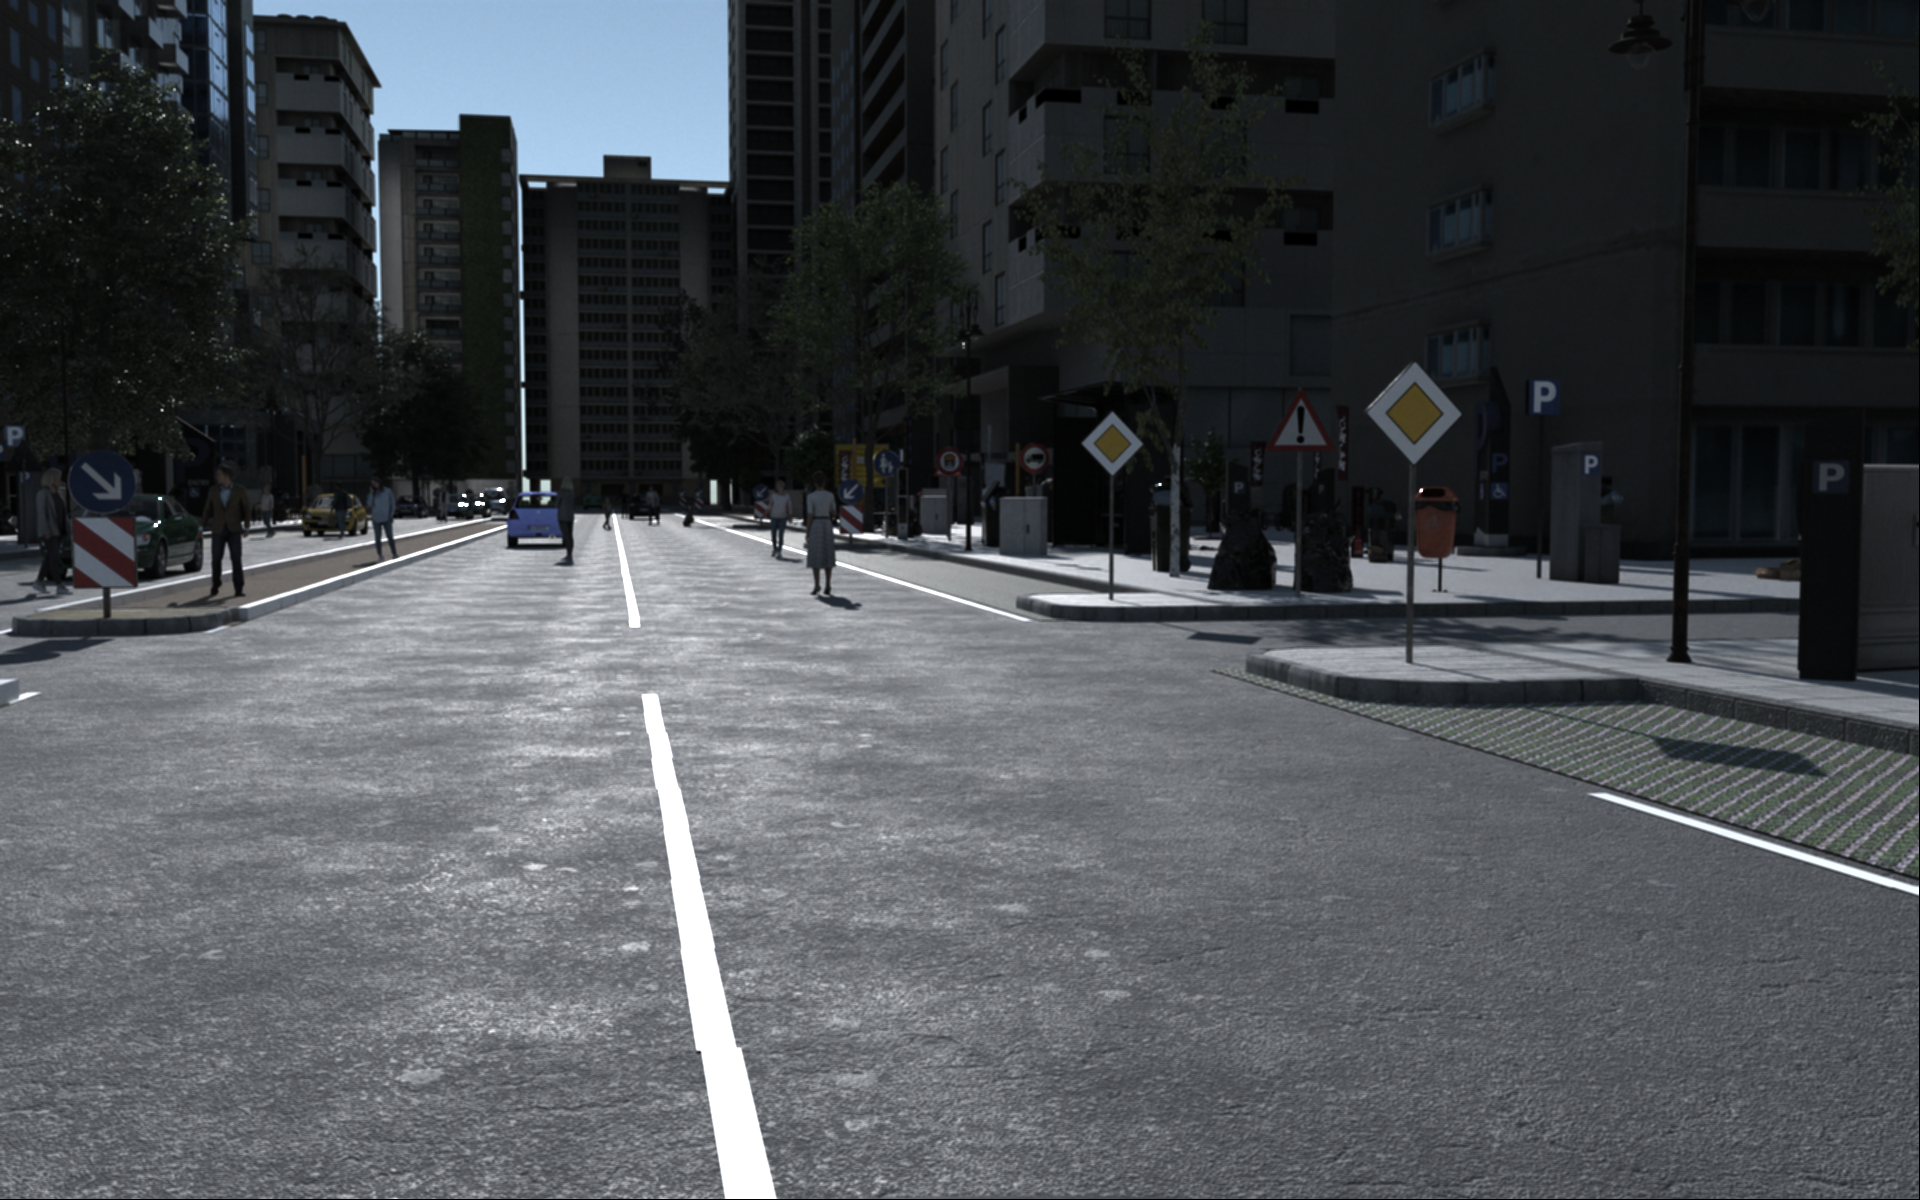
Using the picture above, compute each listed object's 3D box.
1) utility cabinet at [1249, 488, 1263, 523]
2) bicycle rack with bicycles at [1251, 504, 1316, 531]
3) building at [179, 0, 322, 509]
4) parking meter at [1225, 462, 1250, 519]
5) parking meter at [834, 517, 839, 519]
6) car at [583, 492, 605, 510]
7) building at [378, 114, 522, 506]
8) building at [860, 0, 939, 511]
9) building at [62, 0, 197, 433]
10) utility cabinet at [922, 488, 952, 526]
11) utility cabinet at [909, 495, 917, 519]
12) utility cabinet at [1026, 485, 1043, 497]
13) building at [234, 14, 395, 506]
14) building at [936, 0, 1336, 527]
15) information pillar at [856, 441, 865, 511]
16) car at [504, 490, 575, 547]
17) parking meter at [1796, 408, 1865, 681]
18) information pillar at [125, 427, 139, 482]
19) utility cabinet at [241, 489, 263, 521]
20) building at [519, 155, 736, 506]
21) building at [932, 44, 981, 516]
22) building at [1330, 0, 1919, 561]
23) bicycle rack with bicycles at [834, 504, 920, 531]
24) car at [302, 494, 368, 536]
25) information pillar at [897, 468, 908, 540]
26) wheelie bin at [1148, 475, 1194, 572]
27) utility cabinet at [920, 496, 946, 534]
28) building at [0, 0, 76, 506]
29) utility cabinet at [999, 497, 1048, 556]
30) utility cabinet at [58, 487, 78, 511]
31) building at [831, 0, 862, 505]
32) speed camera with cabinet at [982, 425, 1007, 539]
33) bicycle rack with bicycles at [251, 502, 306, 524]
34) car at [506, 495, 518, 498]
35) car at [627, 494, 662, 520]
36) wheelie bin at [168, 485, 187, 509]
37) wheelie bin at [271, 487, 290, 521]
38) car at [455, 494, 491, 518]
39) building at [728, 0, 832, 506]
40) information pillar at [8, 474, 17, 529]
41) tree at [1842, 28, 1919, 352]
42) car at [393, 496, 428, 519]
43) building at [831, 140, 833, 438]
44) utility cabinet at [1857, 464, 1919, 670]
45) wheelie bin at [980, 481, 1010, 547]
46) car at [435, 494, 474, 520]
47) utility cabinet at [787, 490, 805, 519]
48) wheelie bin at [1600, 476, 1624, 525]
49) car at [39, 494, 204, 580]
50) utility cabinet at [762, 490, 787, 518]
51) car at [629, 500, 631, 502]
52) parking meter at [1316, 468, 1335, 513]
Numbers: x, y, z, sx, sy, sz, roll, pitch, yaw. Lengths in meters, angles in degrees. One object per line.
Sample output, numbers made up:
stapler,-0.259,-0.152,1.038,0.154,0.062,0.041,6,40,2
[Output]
utility cabinet,10.897,-3.491,65.760,1.173,1.500,0.318,-1,4,-14
bicycle rack with bicycles,11.692,-2.907,60.911,2.852,0.926,2.925,0,4,-7
building,-69.442,-50.405,136.801,31.000,86.520,22.319,-1,4,-11
parking meter,5.005,-1.561,31.234,0.399,1.863,0.255,0,4,-5
parking meter,-6.191,-4.840,87.550,0.372,1.533,0.369,0,3,0
car,-33.566,-9.177,158.834,1.959,1.807,4.718,-1,4,-10
building,-55.509,-30.931,189.311,14.086,41.232,14.154,-1,4,-11
building,4.939,-30.606,124.112,21.300,48.544,21.600,-1,4,-11
building,-58.359,-29.399,100.284,23.786,49.044,30.456,-1,4,-11
utility cabinet,-0.912,-3.645,68.273,1.173,1.500,0.318,0,3,0
utility cabinet,-2.204,-4.755,88.899,0.306,1.237,1.020,2,4,33
utility cabinet,1.903,-2.206,44.744,0.318,1.500,1.173,0,4,-5
building,-77.512,-36.849,191.724,27.495,52.752,28.713,-1,4,-11
building,14.389,-30.133,81.914,28.713,52.752,27.495,-1,4,-11
information pillar,-4.239,-4.958,72.416,0.504,3.616,0.183,-1,4,-19
car,-11.740,-2.370,48.335,1.945,1.707,3.694,-1,4,-13
parking meter,6.011,-0.384,11.992,0.399,1.863,0.255,2,4,31
information pillar,-27.329,-4.023,57.137,0.504,3.616,0.183,1,4,17
utility cabinet,-33.655,-4.486,82.033,1.173,1.500,0.318,0,3,0
building,-38.570,-31.177,201.630,23.993,40.220,32.217,-1,4,-11
building,5.201,-20.447,106.011,14.160,30.474,14.107,-1,4,-11
building,21.338,-25.715,44.150,21.600,48.544,21.300,-1,4,-11
bicycle rack with bicycles,-2.681,-2.903,60.839,2.925,0.926,2.852,1,4,14
car,-21.761,-3.065,60.342,2.015,1.641,3.980,-1,4,-11
information pillar,-1.618,-2.704,48.706,0.304,2.012,0.304,0,4,-5
wheelie bin,3.490,-1.278,28.798,0.693,1.594,0.980,0,4,-5
utility cabinet,-0.823,-2.750,56.124,1.020,1.237,0.306,3,4,36
building,-48.577,-25.998,75.172,14.600,45.320,14.200,-1,4,-11
utility cabinet,1.328,-1.547,36.450,1.020,1.237,0.306,2,4,32
utility cabinet,-28.372,-2.870,55.609,0.318,1.500,1.173,2,4,31
building,-2.663,-30.018,140.906,14.600,45.320,14.200,-1,4,-11
speed camera with cabinet,0.982,-3.353,49.161,0.660,3.252,2.038,0,4,5
bicycle rack with bicycles,-30.964,-3.962,78.167,2.925,0.926,2.852,3,4,37
car,-36.320,-7.793,139.780,2.083,1.381,4.827,-1,4,-11
car,-17.987,-5.438,98.690,2.009,1.686,4.222,-1,4,-10
wheelie bin,-25.862,-3.013,57.170,0.693,1.594,0.980,-2,4,-28
wheelie bin,-32.377,-4.556,82.401,0.980,1.594,0.693,-2,4,-28
car,-29.500,-5.700,104.988,2.131,1.459,4.920,-1,4,-10
building,-15.738,-46.614,200.397,20.611,71.187,20.563,-1,4,-11
information pillar,-35.218,-3.671,64.509,0.304,2.012,0.304,-1,4,-11
tree,15.977,-4.699,27.195,4.737,8.622,4.395,0,3,0
car,-32.670,-5.524,102.897,1.945,1.354,3.894,-1,4,-10
building,-4.734,-28.840,155.135,14.154,41.232,14.086,-1,4,-11
utility cabinet,6.802,-0.244,12.673,1.173,1.500,0.318,-1,4,-22
wheelie bin,0.878,-2.109,42.393,0.693,1.594,0.980,-1,4,-11
car,-28.411,-5.240,97.476,2.131,1.459,4.920,-1,4,-12
utility cabinet,-8.584,-4.953,89.656,1.173,1.500,0.318,-3,4,-36
wheelie bin,11.038,-1.361,30.158,0.980,1.594,0.693,1,4,9
car,-14.690,-1.147,30.550,2.131,1.459,4.920,-1,4,-12
utility cabinet,-9.593,-4.893,88.673,1.173,1.500,0.318,1,4,9
car,-21.189,-6.506,116.152,2.009,1.686,4.222,-1,4,-11
parking meter,8.329,-2.068,39.519,0.255,1.863,0.399,-2,4,-28
